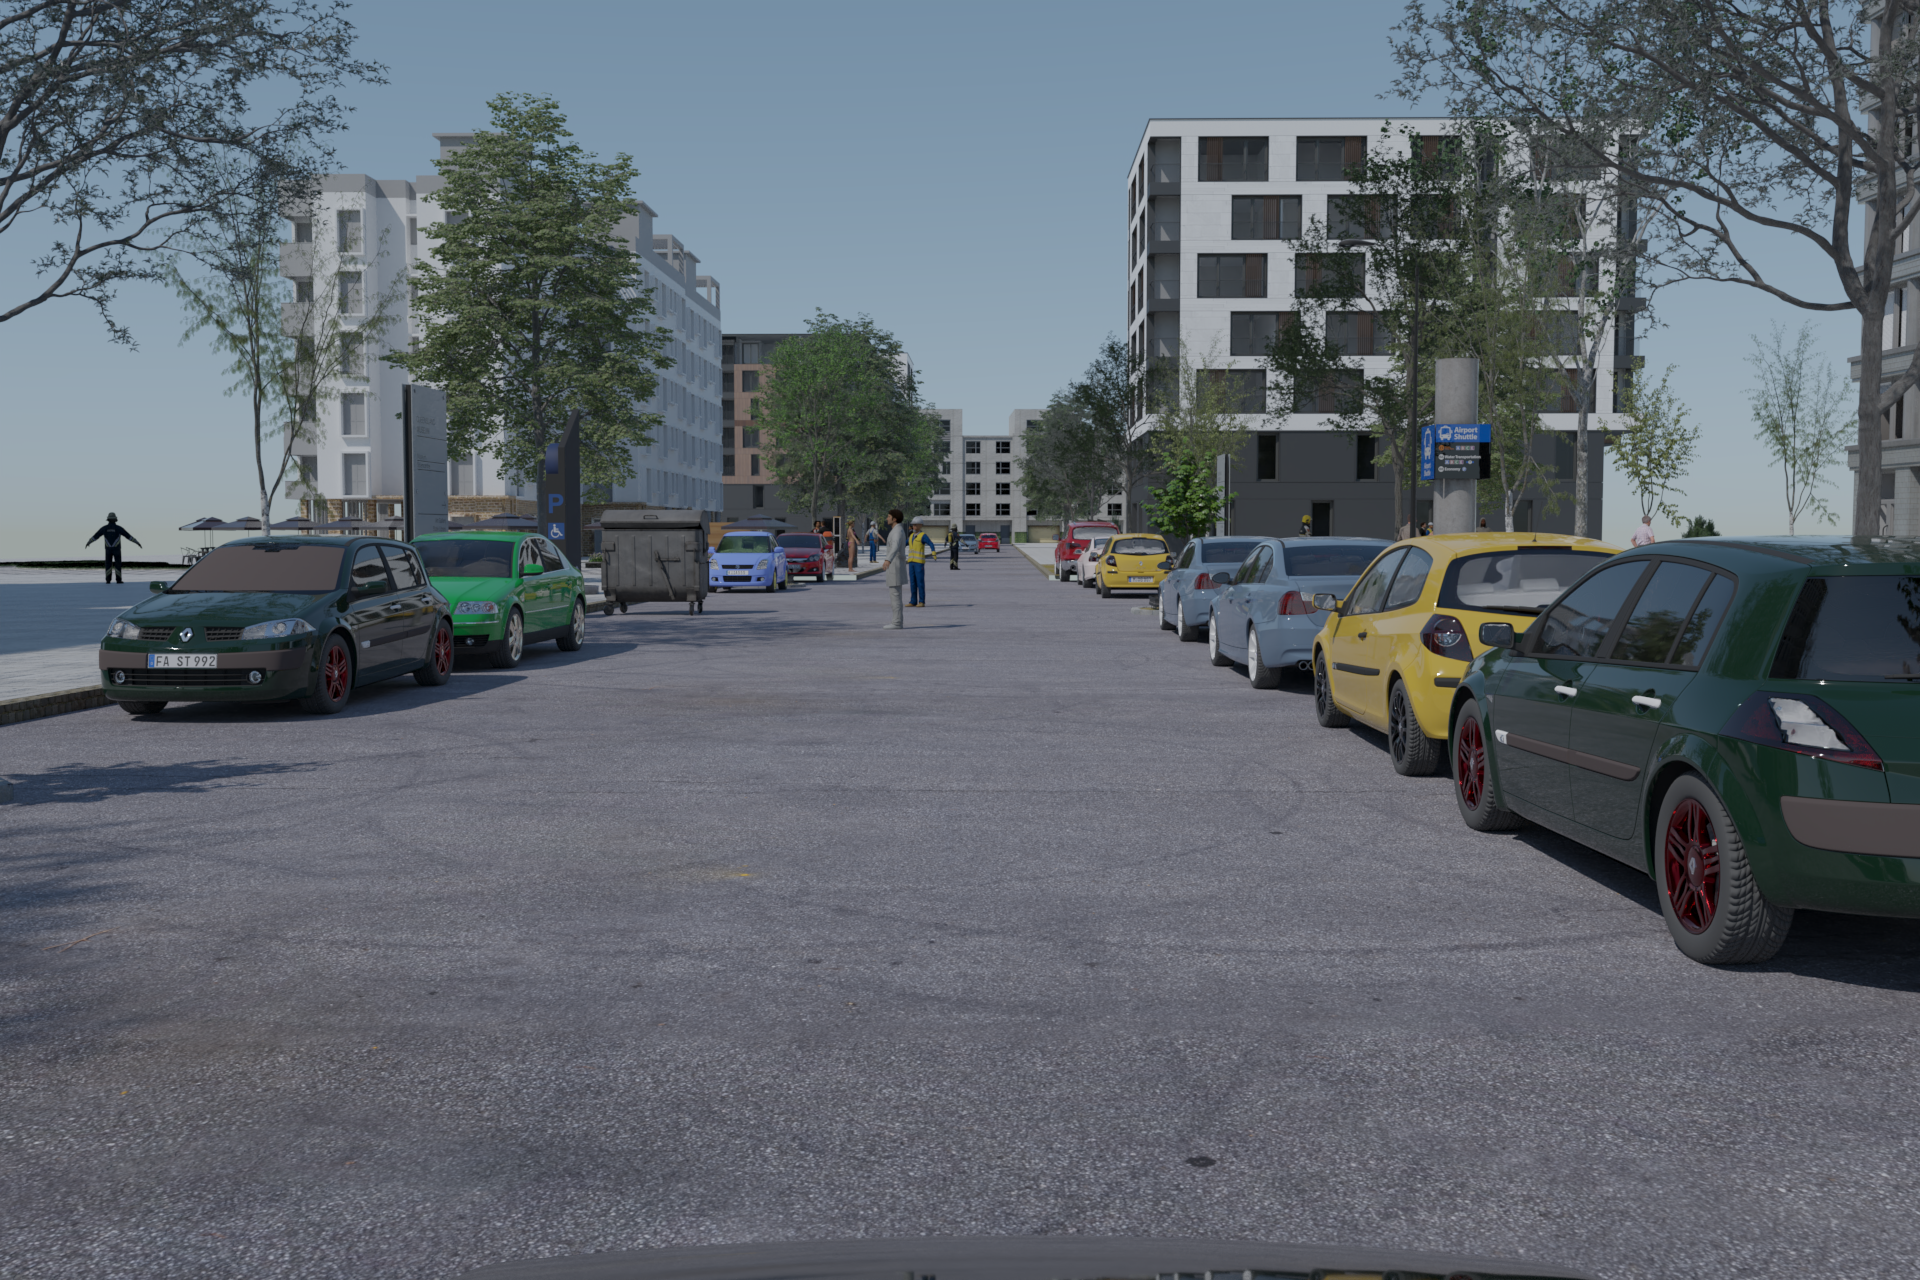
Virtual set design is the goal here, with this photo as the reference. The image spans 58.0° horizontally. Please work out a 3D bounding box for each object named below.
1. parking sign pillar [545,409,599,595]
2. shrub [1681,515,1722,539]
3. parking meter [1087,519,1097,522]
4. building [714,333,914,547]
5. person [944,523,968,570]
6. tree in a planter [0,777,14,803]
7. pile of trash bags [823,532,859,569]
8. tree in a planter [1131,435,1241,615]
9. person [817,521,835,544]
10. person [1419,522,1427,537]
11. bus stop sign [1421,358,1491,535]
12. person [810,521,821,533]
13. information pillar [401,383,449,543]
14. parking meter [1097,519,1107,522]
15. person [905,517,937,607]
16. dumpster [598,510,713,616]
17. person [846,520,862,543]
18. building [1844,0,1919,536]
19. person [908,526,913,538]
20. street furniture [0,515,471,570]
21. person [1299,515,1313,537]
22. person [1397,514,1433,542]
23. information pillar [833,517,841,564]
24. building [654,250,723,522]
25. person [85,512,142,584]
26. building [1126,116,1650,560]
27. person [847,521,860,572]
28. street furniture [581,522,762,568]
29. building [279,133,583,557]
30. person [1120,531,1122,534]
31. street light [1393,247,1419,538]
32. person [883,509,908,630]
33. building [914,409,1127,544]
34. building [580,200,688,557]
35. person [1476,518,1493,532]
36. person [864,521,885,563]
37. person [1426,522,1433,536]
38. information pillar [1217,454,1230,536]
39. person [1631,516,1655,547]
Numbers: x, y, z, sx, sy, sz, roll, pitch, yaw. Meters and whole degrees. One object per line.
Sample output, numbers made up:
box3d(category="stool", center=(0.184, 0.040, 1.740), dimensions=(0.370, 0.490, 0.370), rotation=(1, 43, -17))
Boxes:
box3d(category="parking sign pillar", center=(-8.428, -2.957, 36.816), dimensions=(1.447, 3.967, 1.447), rotation=(0, 4, 1))
box3d(category="shrub", center=(27.249, -3.628, 63.743), dimensions=(1.690, 2.028, 1.600), rotation=(0, 3, 0))
box3d(category="parking meter", center=(5.050, -3.685, 65.966), dimensions=(0.399, 1.863, 0.255), rotation=(0, 4, 2))
box3d(category="building", center=(-19.886, -21.345, 192.959), dimensions=(27.936, 21.610, 32.646), rotation=(0, 4, 1))
box3d(category="person", center=(-0.206, -3.714, 68.967), dimensions=(0.705, 1.856, 1.354), rotation=(-3, 5, -43))
box3d(category="tree in a planter", center=(-6.114, -0.708, 8.795), dimensions=(1.991, 3.239, 1.994), rotation=(0, 4, 1))
box3d(category="pile of trash bags", center=(-4.837, -3.432, 65.863), dimensions=(1.912, 1.369, 3.447), rotation=(0, 4, 2))
box3d(category="tree in a planter", center=(4.116, -2.082, 31.263), dimensions=(1.991, 3.239, 1.994), rotation=(0, 4, 1))
box3d(category="person", center=(-5.406, -3.801, 68.367), dimensions=(1.346, 1.802, 0.704), rotation=(-3, 5, -45))
box3d(category="person", center=(20.548, -4.316, 76.760), dimensions=(0.705, 1.806, 1.347), rotation=(2, 4, 32))
box3d(category="bus stop sign", center=(7.497, -2.276, 26.232), dimensions=(0.837, 3.901, 0.837), rotation=(0, 4, 1))
box3d(category="person", center=(-5.735, -3.901, 69.925), dimensions=(1.345, 1.843, 0.704), rotation=(-1, 4, -15))
box3d(category="information pillar", center=(-8.591, -2.236, 27.882), dimensions=(0.184, 3.620, 1.656), rotation=(0, 4, 2))
box3d(category="parking meter", center=(5.380, -3.651, 65.406), dimensions=(0.399, 1.863, 0.255), rotation=(0, 4, 2))
box3d(category="person", center=(-0.896, -1.531, 33.961), dimensions=(1.216, 1.772, 0.721), rotation=(3, 5, 42))
box3d(category="dumpster", center=(-5.414, -1.384, 30.840), dimensions=(1.865, 1.857, 1.264), rotation=(0, 4, 1))
box3d(category="person", center=(-4.359, -3.933, 70.236), dimensions=(0.705, 1.837, 1.347), rotation=(1, 4, 21))
box3d(category="building", center=(26.245, -11.519, 35.012), dimensions=(8.464, 21.280, 15.925), rotation=(0, 4, 1))
box3d(category="person", center=(-2.723, -5.294, 93.278), dimensions=(0.721, 1.740, 1.216), rotation=(0, 4, 2))
box3d(category="street furniture", center=(-31.634, -3.723, 65.908), dimensions=(27.439, 1.986, 14.083), rotation=(3, 4, 38))
box3d(category="person", center=(10.673, -2.905, 53.261), dimensions=(0.704, 1.858, 1.351), rotation=(0, 4, -6))
box3d(category="person", center=(10.808, -2.108, 41.041), dimensions=(0.750, 1.759, 0.617), rotation=(-1, 4, -17))
box3d(category="information pillar", center=(-5.202, -4.215, 73.404), dimensions=(0.304, 2.012, 0.304), rotation=(0, 4, 0))
box3d(category="building", center=(-22.993, -15.935, 116.953), dimensions=(16.016, 20.090, 11.380), rotation=(0, 4, 1))
box3d(category="person", center=(-21.864, -2.376, 44.717), dimensions=(1.351, 1.845, 0.704), rotation=(-1, 4, -15))
box3d(category="building", center=(23.550, -15.751, 101.506), dimensions=(27.936, 21.610, 32.646), rotation=(0, 4, 1))
box3d(category="person", center=(-3.621, -3.193, 59.003), dimensions=(0.721, 1.733, 1.217), rotation=(-1, 4, -17))
box3d(category="street furniture", center=(-11.793, -3.723, 67.724), dimensions=(9.812, 1.723, 11.010), rotation=(0, 4, 7))
box3d(category="building", center=(-26.168, -13.869, 83.179), dimensions=(16.016, 20.090, 11.380), rotation=(0, 4, 1))
box3d(category="person", center=(7.876, -4.979, 87.190), dimensions=(1.354, 1.856, 0.705), rotation=(-2, 4, -30))
box3d(category="street light", center=(7.736, -3.355, 27.392), dimensions=(1.470, 5.913, 1.316), rotation=(0, 4, 1))
box3d(category="person", center=(-0.999, -1.070, 26.139), dimensions=(0.705, 1.806, 1.347), rotation=(0, 4, 2))
box3d(category="building", center=(7.475, -23.379, 251.167), dimensions=(31.486, 18.905, 16.747), rotation=(0, 4, -1))
box3d(category="building", center=(-22.910, -14.881, 99.716), dimensions=(16.016, 20.090, 11.380), rotation=(0, 4, 1))
box3d(category="person", center=(16.841, -3.038, 55.798), dimensions=(1.348, 1.813, 0.705), rotation=(1, 4, 13))
box3d(category="person", center=(-3.820, -4.327, 76.598), dimensions=(0.705, 1.847, 1.347), rotation=(-3, 5, -44))
box3d(category="person", center=(22.359, -4.664, 82.220), dimensions=(0.705, 1.833, 1.349), rotation=(3, 4, 38))
box3d(category="information pillar", center=(7.832, -3.686, 51.577), dimensions=(0.184, 3.620, 1.656), rotation=(0, 4, 1))
box3d(category="person", center=(15.896, -2.025, 40.090), dimensions=(0.436, 1.711, 0.756), rotation=(-1, 4, -10))
